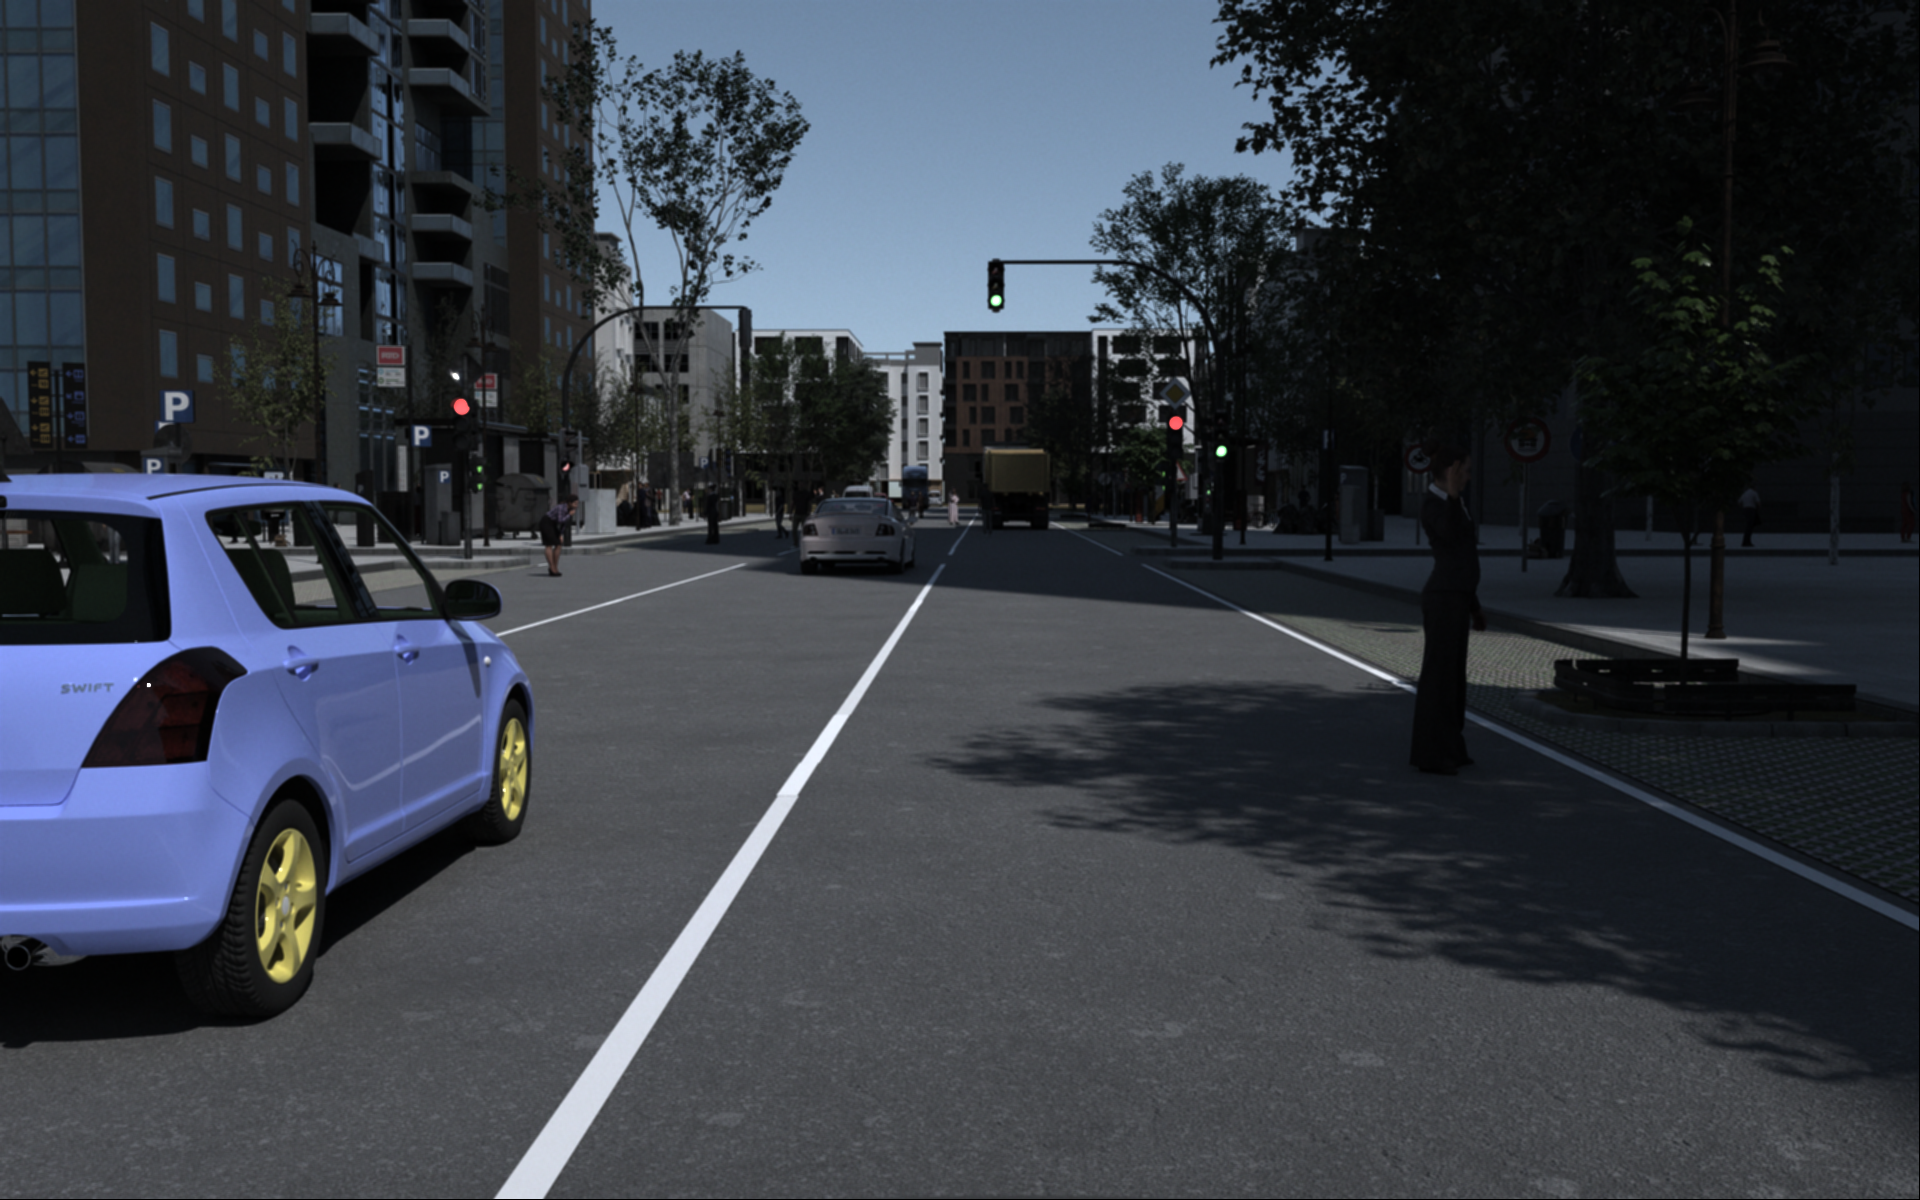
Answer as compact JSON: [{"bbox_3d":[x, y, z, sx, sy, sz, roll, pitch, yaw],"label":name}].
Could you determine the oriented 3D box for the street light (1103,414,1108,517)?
[{"bbox_3d":[8.236,-7.642,97.732,0.468,5.910,1.993,0,4,1],"label":"street light"}]

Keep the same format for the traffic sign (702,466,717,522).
[{"bbox_3d":[-11.605,-4.875,79.709,0.884,2.594,0.081,0,4,1],"label":"traffic sign"}]

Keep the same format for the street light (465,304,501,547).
[{"bbox_3d":[-11.602,-4.250,42.269,0.468,5.910,1.993,0,4,1],"label":"street light"}]

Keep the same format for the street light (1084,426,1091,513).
[{"bbox_3d":[8.465,-8.730,115.529,0.468,5.910,1.993,0,4,1],"label":"street light"}]

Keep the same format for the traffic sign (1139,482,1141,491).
[{"bbox_3d":[10.111,-5.950,97.382,0.768,2.556,0.104,0,4,2],"label":"traffic sign"}]

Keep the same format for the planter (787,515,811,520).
[{"bbox_3d":[-8.329,-4.474,94.295,1.991,0.319,1.994,0,4,1],"label":"planter"}]

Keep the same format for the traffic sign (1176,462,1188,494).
[{"bbox_3d":[8.425,-4.124,67.439,0.884,2.594,0.081,0,4,7],"label":"traffic sign"}]

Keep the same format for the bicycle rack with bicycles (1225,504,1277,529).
[{"bbox_3d":[10.712,-3.156,64.975,2.925,0.926,2.852,-2,4,-30],"label":"bicycle rack with bicycles"}]

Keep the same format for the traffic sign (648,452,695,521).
[{"bbox_3d":[-13.922,-5.484,83.542,2.265,3.308,0.079,0,4,6],"label":"traffic sign"}]

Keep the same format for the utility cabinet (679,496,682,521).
[{"bbox_3d":[-13.429,-4.338,82.096,0.306,1.237,1.020,-2,4,-25],"label":"utility cabinet"}]

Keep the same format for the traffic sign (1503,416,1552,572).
[{"bbox_3d":[9.284,-1.731,28.415,0.768,2.556,0.104,0,4,5],"label":"traffic sign"}]

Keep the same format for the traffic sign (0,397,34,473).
[{"bbox_3d":[-12.824,-1.418,23.193,0.884,2.594,0.081,0,4,7],"label":"traffic sign"}]

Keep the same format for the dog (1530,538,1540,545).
[{"bbox_3d":[12.124,-1.055,36.537,0.406,0.507,0.540,0,4,-2],"label":"dog"}]

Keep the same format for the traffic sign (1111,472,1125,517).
[{"bbox_3d":[8.887,-5.948,97.355,0.768,2.556,0.104,1,4,9],"label":"traffic sign"}]

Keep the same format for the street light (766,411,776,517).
[{"bbox_3d":[-10.541,-7.577,96.672,0.468,5.910,1.993,0,4,1],"label":"street light"}]

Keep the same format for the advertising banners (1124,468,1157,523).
[{"bbox_3d":[8.033,-4.964,77.357,0.090,3.025,2.074,-3,5,-39],"label":"advertising banners"}]

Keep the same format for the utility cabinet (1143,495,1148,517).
[{"bbox_3d":[10.530,-5.356,98.730,1.020,1.237,0.306,1,4,23],"label":"utility cabinet"}]

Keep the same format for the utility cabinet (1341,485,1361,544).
[{"bbox_3d":[10.065,-2.194,44.557,0.318,1.500,1.173,1,4,22],"label":"utility cabinet"}]

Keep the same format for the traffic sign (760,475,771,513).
[{"bbox_3d":[-13.072,-7.106,116.193,0.884,2.594,0.081,1,4,8],"label":"traffic sign"}]

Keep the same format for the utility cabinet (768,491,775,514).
[{"bbox_3d":[-12.190,-6.292,111.557,0.318,1.500,1.173,0,4,5],"label":"utility cabinet"}]

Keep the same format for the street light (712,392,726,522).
[{"bbox_3d":[-10.918,-6.468,78.531,0.468,5.910,1.993,0,4,1],"label":"street light"}]

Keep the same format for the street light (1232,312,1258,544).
[{"bbox_3d":[7.217,-4.358,44.040,0.468,5.910,1.993,0,4,1],"label":"street light"}]

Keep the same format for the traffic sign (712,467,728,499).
[{"bbox_3d":[-11.289,-4.973,81.420,0.768,2.556,0.104,0,4,1],"label":"traffic sign"}]

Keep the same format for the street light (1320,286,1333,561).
[{"bbox_3d":[7.088,-3.691,33.141,0.468,5.910,1.993,0,4,1],"label":"street light"}]

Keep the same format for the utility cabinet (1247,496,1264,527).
[{"bbox_3d":[11.449,-3.470,67.895,0.306,1.237,1.020,-2,4,-35],"label":"utility cabinet"}]

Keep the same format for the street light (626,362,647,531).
[{"bbox_3d":[-11.284,-5.367,60.545,0.468,5.910,1.993,0,4,1],"label":"street light"}]

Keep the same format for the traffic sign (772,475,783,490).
[{"bbox_3d":[-12.185,-7.091,115.942,0.884,2.594,0.081,0,4,1],"label":"traffic sign"}]

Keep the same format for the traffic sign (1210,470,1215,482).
[{"bbox_3d":[12.841,-5.481,89.728,0.768,2.556,0.104,0,4,3],"label":"traffic sign"}]

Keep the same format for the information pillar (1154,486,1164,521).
[{"bbox_3d":[9.538,-5.602,82.948,0.504,3.616,0.183,0,4,4],"label":"information pillar"}]

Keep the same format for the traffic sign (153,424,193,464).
[{"bbox_3d":[-14.277,-1.915,31.414,0.768,2.556,0.104,1,4,8],"label":"traffic sign"}]

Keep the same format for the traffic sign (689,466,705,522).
[{"bbox_3d":[-12.064,-4.851,79.421,0.768,2.556,0.104,0,4,5],"label":"traffic sign"}]

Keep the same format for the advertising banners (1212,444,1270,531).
[{"bbox_3d":[9.835,-3.961,60.947,2.074,3.025,0.090,1,4,12],"label":"advertising banners"}]

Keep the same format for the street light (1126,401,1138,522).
[{"bbox_3d":[7.906,-6.547,79.834,0.468,5.910,1.993,0,4,1],"label":"street light"}]

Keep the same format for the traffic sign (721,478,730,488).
[{"bbox_3d":[-12.221,-5.458,89.346,0.768,2.556,0.104,0,4,4],"label":"traffic sign"}]

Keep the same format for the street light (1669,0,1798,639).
[{"bbox_3d":[6.717,-2.595,15.222,0.468,5.910,1.993,0,4,1],"label":"street light"}]

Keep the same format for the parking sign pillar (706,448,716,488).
[{"bbox_3d":[-14.771,-7.007,103.039,1.447,3.967,1.447,-1,4,-19],"label":"parking sign pillar"}]

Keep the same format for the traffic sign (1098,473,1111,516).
[{"bbox_3d":[8.588,-6.293,102.991,0.768,2.556,0.104,0,4,8],"label":"traffic sign"}]

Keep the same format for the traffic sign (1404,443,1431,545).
[{"bbox_3d":[11.537,-2.657,43.552,0.768,2.556,0.104,1,4,9],"label":"traffic sign"}]

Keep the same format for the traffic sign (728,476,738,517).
[{"bbox_3d":[-12.795,-5.840,97.615,0.606,2.300,0.079,0,4,6],"label":"traffic sign"}]

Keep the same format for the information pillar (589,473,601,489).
[{"bbox_3d":[-12.480,-3.345,59.181,0.304,2.012,0.304,2,4,25],"label":"information pillar"}]

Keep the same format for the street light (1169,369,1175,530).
[{"bbox_3d":[7.583,-5.459,62.039,0.468,5.910,1.993,0,4,1],"label":"street light"}]

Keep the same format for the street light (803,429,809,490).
[{"bbox_3d":[-10.241,-8.711,115.214,0.468,5.910,1.993,0,4,1],"label":"street light"}]

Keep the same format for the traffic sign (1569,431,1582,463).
[{"bbox_3d":[11.319,-1.899,31.161,0.768,2.556,0.104,0,4,7],"label":"traffic sign"}]

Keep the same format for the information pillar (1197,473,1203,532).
[{"bbox_3d":[8.342,-3.352,59.304,0.304,2.012,0.304,-2,4,-32],"label":"information pillar"}]

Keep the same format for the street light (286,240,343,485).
[{"bbox_3d":[-11.764,-3.604,31.718,0.468,5.910,1.993,0,4,1],"label":"street light"}]
